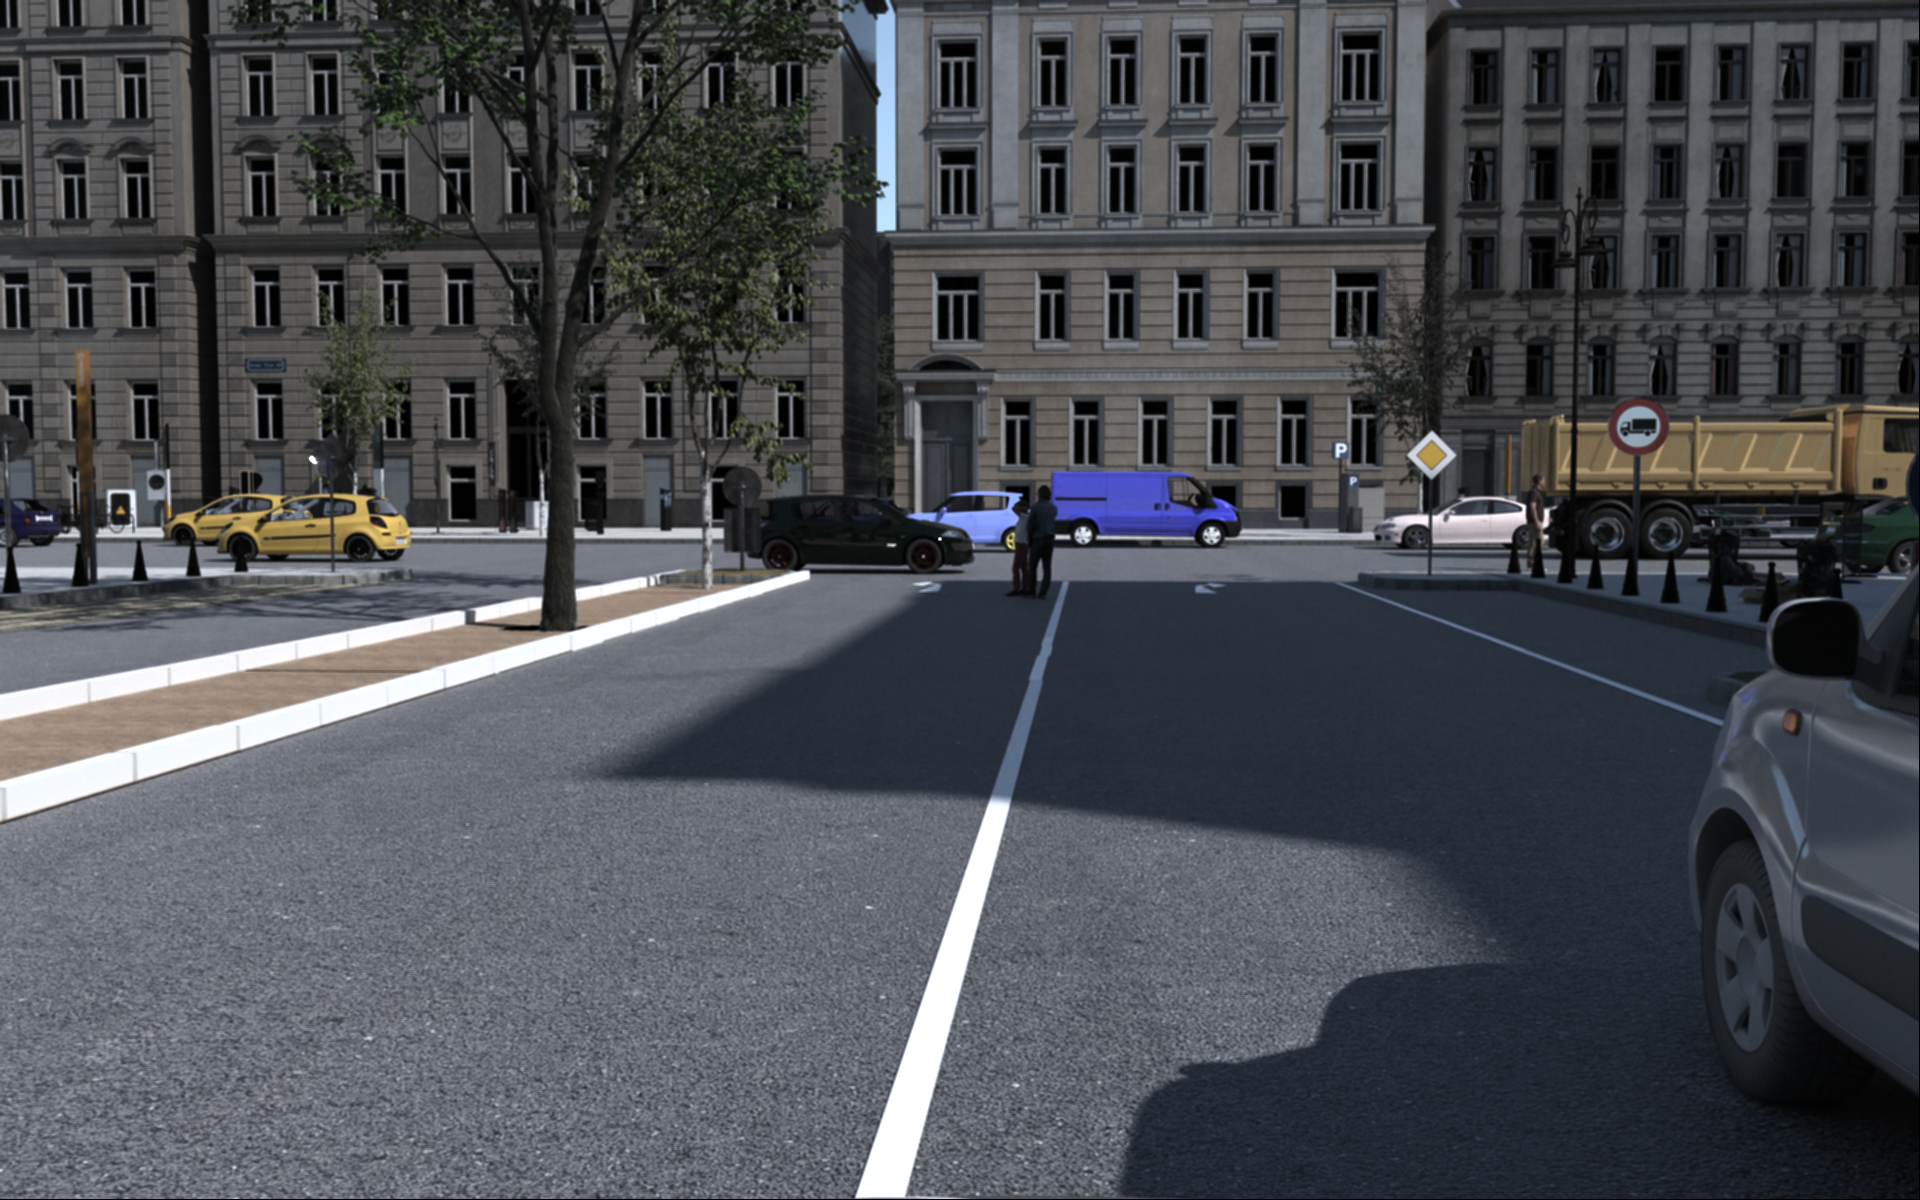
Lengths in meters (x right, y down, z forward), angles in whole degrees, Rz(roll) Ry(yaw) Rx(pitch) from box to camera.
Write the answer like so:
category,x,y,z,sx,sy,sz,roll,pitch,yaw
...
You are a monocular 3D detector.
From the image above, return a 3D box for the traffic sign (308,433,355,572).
category,x,y,z,sx,sy,sz,roll,pitch,yaw
traffic sign,-10.328,-1.519,28.483,0.795,2.450,0.064,0,4,4

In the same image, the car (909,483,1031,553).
category,x,y,z,sx,sy,sz,roll,pitch,yaw
car,0.107,-2.048,43.076,3.694,1.707,1.945,0,4,2

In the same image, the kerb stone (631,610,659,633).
category,x,y,z,sx,sy,sz,roll,pitch,yaw
kerb stone,-3.401,0.236,18.332,0.120,0.150,1.000,0,4,4

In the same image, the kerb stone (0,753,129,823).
category,x,y,z,sx,sy,sz,roll,pitch,yaw
kerb stone,-4.194,0.863,8.083,0.120,0.150,1.000,0,4,4

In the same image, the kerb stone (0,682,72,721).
category,x,y,z,sx,sy,sz,roll,pitch,yaw
kerb stone,-6.052,0.664,11.331,0.120,0.150,1.000,0,4,4

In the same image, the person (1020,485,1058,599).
category,x,y,z,sx,sy,sz,roll,pitch,yaw
person,1.091,-0.797,23.750,0.499,1.552,0.429,0,4,-2

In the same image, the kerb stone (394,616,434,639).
category,x,y,z,sx,sy,sz,roll,pitch,yaw
kerb stone,-5.584,0.290,17.477,0.120,0.150,1.000,0,4,4

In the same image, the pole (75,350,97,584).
category,x,y,z,sx,sy,sz,roll,pitch,yaw
pole,-12.403,-1.880,24.577,0.158,3.312,0.155,0,3,0

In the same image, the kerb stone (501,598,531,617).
category,x,y,z,sx,sy,sz,roll,pitch,yaw
kerb stone,-5.342,0.102,20.550,0.120,0.150,1.000,0,4,4

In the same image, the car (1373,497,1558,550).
category,x,y,z,sx,sy,sz,roll,pitch,yaw
car,13.297,-2.021,45.401,4.827,1.381,2.083,0,4,4

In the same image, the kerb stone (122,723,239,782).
category,x,y,z,sx,sy,sz,roll,pitch,yaw
kerb stone,-4.114,0.800,9.116,0.120,0.150,1.000,0,4,4

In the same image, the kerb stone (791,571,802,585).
category,x,y,z,sx,sy,sz,roll,pitch,yaw
kerb stone,-2.694,-0.326,27.549,0.120,0.150,1.000,0,4,4

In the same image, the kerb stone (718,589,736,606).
category,x,y,z,sx,sy,sz,roll,pitch,yaw
kerb stone,-3.090,-0.014,22.423,0.120,0.150,1.000,0,4,4

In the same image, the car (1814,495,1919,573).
category,x,y,z,sx,sy,sz,roll,pitch,yaw
car,17.427,-1.110,29.943,4.920,1.459,2.131,0,4,3

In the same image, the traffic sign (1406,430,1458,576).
category,x,y,z,sx,sy,sz,roll,pitch,yaw
traffic sign,7.363,-1.435,27.108,0.795,2.450,0.064,0,4,4

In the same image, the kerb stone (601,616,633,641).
category,x,y,z,sx,sy,sz,roll,pitch,yaw
kerb stone,-3.485,0.299,17.304,0.120,0.150,1.000,0,4,4

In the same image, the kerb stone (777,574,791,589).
category,x,y,z,sx,sy,sz,roll,pitch,yaw
kerb stone,-2.774,-0.265,26.528,0.120,0.150,1.000,0,4,4

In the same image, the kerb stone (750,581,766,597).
category,x,y,z,sx,sy,sz,roll,pitch,yaw
kerb stone,-2.929,-0.139,24.466,0.120,0.150,1.000,0,4,4

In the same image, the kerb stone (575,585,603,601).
category,x,y,z,sx,sy,sz,roll,pitch,yaw
kerb stone,-5.099,-0.087,23.625,0.120,0.150,1.000,0,4,4

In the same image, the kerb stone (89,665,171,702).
category,x,y,z,sx,sy,sz,roll,pitch,yaw
kerb stone,-5.973,0.604,12.355,0.120,0.150,1.000,0,4,4

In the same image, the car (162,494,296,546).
category,x,y,z,sx,sy,sz,roll,pitch,yaw
car,-20.045,-2.318,48.115,3.980,1.641,2.015,0,4,3

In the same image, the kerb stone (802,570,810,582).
category,x,y,z,sx,sy,sz,roll,pitch,yaw
kerb stone,-2.620,-0.390,28.575,0.120,0.150,1.000,0,4,4

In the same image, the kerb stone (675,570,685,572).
category,x,y,z,sx,sy,sz,roll,pitch,yaw
kerb stone,-4.710,-0.399,28.757,0.120,0.150,1.000,0,4,4

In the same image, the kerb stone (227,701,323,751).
category,x,y,z,sx,sy,sz,roll,pitch,yaw
kerb stone,-4.026,0.739,10.137,0.120,0.150,1.000,0,4,4

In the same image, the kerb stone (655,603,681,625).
category,x,y,z,sx,sy,sz,roll,pitch,yaw
kerb stone,-3.322,0.174,19.355,0.120,0.150,1.000,0,4,4

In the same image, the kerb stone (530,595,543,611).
category,x,y,z,sx,sy,sz,roll,pitch,yaw
kerb stone,-5.260,0.038,21.572,0.120,0.150,1.000,0,4,4

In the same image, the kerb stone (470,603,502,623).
category,x,y,z,sx,sy,sz,roll,pitch,yaw
kerb stone,-5.418,0.169,19.529,0.120,0.150,1.000,0,4,4

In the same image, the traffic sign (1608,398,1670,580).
category,x,y,z,sx,sy,sz,roll,pitch,yaw
traffic sign,8.970,-1.398,22.967,0.768,2.556,0.104,1,4,14

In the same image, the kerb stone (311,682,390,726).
category,x,y,z,sx,sy,sz,roll,pitch,yaw
kerb stone,-3.951,0.678,11.159,0.120,0.150,1.000,0,4,4

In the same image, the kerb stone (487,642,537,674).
category,x,y,z,sx,sy,sz,roll,pitch,yaw
kerb stone,-3.718,0.487,14.235,0.120,0.150,1.000,0,4,4

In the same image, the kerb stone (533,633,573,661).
category,x,y,z,sx,sy,sz,roll,pitch,yaw
kerb stone,-3.645,0.426,15.261,0.120,0.150,1.000,0,4,4

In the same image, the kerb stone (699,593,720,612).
category,x,y,z,sx,sy,sz,roll,pitch,yaw
kerb stone,-3.167,0.049,21.399,0.120,0.150,1.000,0,4,4

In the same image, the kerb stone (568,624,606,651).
category,x,y,z,sx,sy,sz,roll,pitch,yaw
kerb stone,-3.555,0.362,16.282,0.120,0.150,1.000,0,4,4

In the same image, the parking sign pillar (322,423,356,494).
category,x,y,z,sx,sy,sz,roll,pitch,yaw
parking sign pillar,-23.246,-4.670,64.833,1.447,3.967,1.447,2,4,27

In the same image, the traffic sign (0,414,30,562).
category,x,y,z,sx,sy,sz,roll,pitch,yaw
traffic sign,-15.244,-1.688,27.704,0.768,2.556,0.104,0,4,6

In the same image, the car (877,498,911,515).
category,x,y,z,sx,sy,sz,roll,pitch,yaw
car,-3.154,-2.012,45.477,3.894,1.354,1.945,0,4,5

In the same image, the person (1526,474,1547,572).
category,x,y,z,sx,sy,sz,roll,pitch,yaw
person,10.731,-1.440,32.178,0.434,1.807,0.598,2,4,28

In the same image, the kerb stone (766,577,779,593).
category,x,y,z,sx,sy,sz,roll,pitch,yaw
kerb stone,-2.852,-0.198,25.502,0.120,0.150,1.000,0,4,4

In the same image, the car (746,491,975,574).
category,x,y,z,sx,sy,sz,roll,pitch,yaw
car,-1.821,-1.345,31.780,4.222,1.686,2.009,0,4,3

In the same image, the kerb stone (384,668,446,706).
category,x,y,z,sx,sy,sz,roll,pitch,yaw
kerb stone,-3.878,0.619,12.182,0.120,0.150,1.000,0,4,4

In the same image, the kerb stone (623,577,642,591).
category,x,y,z,sx,sy,sz,roll,pitch,yaw
kerb stone,-4.942,-0.213,25.671,0.120,0.150,1.000,0,4,4

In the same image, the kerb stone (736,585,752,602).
category,x,y,z,sx,sy,sz,roll,pitch,yaw
kerb stone,-3.013,-0.070,23.446,0.120,0.150,1.000,0,4,4

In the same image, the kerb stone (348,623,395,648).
category,x,y,z,sx,sy,sz,roll,pitch,yaw
kerb stone,-5.648,0.352,16.445,0.120,0.150,1.000,0,4,4

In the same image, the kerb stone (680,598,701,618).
category,x,y,z,sx,sy,sz,roll,pitch,yaw
kerb stone,-3.250,0.114,20.378,0.120,0.150,1.000,0,4,4

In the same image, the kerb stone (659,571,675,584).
category,x,y,z,sx,sy,sz,roll,pitch,yaw
kerb stone,-4.793,-0.339,27.735,0.120,0.150,1.000,0,4,4

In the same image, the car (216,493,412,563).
category,x,y,z,sx,sy,sz,roll,pitch,yaw
car,-13.874,-1.646,37.142,3.980,1.641,2.015,0,4,6

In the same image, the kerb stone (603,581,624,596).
category,x,y,z,sx,sy,sz,roll,pitch,yaw
kerb stone,-5.017,-0.146,24.649,0.120,0.150,1.000,0,4,4

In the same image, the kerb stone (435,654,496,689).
category,x,y,z,sx,sy,sz,roll,pitch,yaw
kerb stone,-3.792,0.550,13.206,0.120,0.150,1.000,0,4,4

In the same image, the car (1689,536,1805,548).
category,x,y,z,sx,sy,sz,roll,pitch,yaw
car,21.076,-2.046,46.038,3.894,1.354,1.945,0,4,3

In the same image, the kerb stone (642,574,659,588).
category,x,y,z,sx,sy,sz,roll,pitch,yaw
kerb stone,-4.863,-0.276,26.707,0.120,0.150,1.000,0,4,4

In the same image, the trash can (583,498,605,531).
category,x,y,z,sx,sy,sz,roll,pitch,yaw
trash can,-12.689,-2.958,60.017,0.748,1.137,0.748,0,3,0

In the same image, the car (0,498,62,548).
category,x,y,z,sx,sy,sz,roll,pitch,yaw
car,-26.784,-2.125,47.324,3.894,1.354,1.945,0,4,6

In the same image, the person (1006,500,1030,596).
category,x,y,z,sx,sy,sz,roll,pitch,yaw
person,0.830,-0.740,24.504,0.340,1.345,0.435,0,4,6

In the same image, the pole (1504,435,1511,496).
category,x,y,z,sx,sy,sz,roll,pitch,yaw
pole,18.846,-4.023,59.618,0.158,3.312,0.155,0,3,0

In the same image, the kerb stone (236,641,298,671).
category,x,y,z,sx,sy,sz,roll,pitch,yaw
kerb stone,-5.813,0.477,14.403,0.120,0.150,1.000,0,4,4

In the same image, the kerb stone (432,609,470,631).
category,x,y,z,sx,sy,sz,roll,pitch,yaw
kerb stone,-5.497,0.226,18.498,0.120,0.150,1.000,0,4,4

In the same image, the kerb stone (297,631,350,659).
category,x,y,z,sx,sy,sz,roll,pitch,yaw
kerb stone,-5.730,0.414,15.424,0.120,0.150,1.000,0,4,4

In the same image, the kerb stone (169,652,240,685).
category,x,y,z,sx,sy,sz,roll,pitch,yaw
kerb stone,-5.890,0.543,13.376,0.120,0.150,1.000,0,4,4
